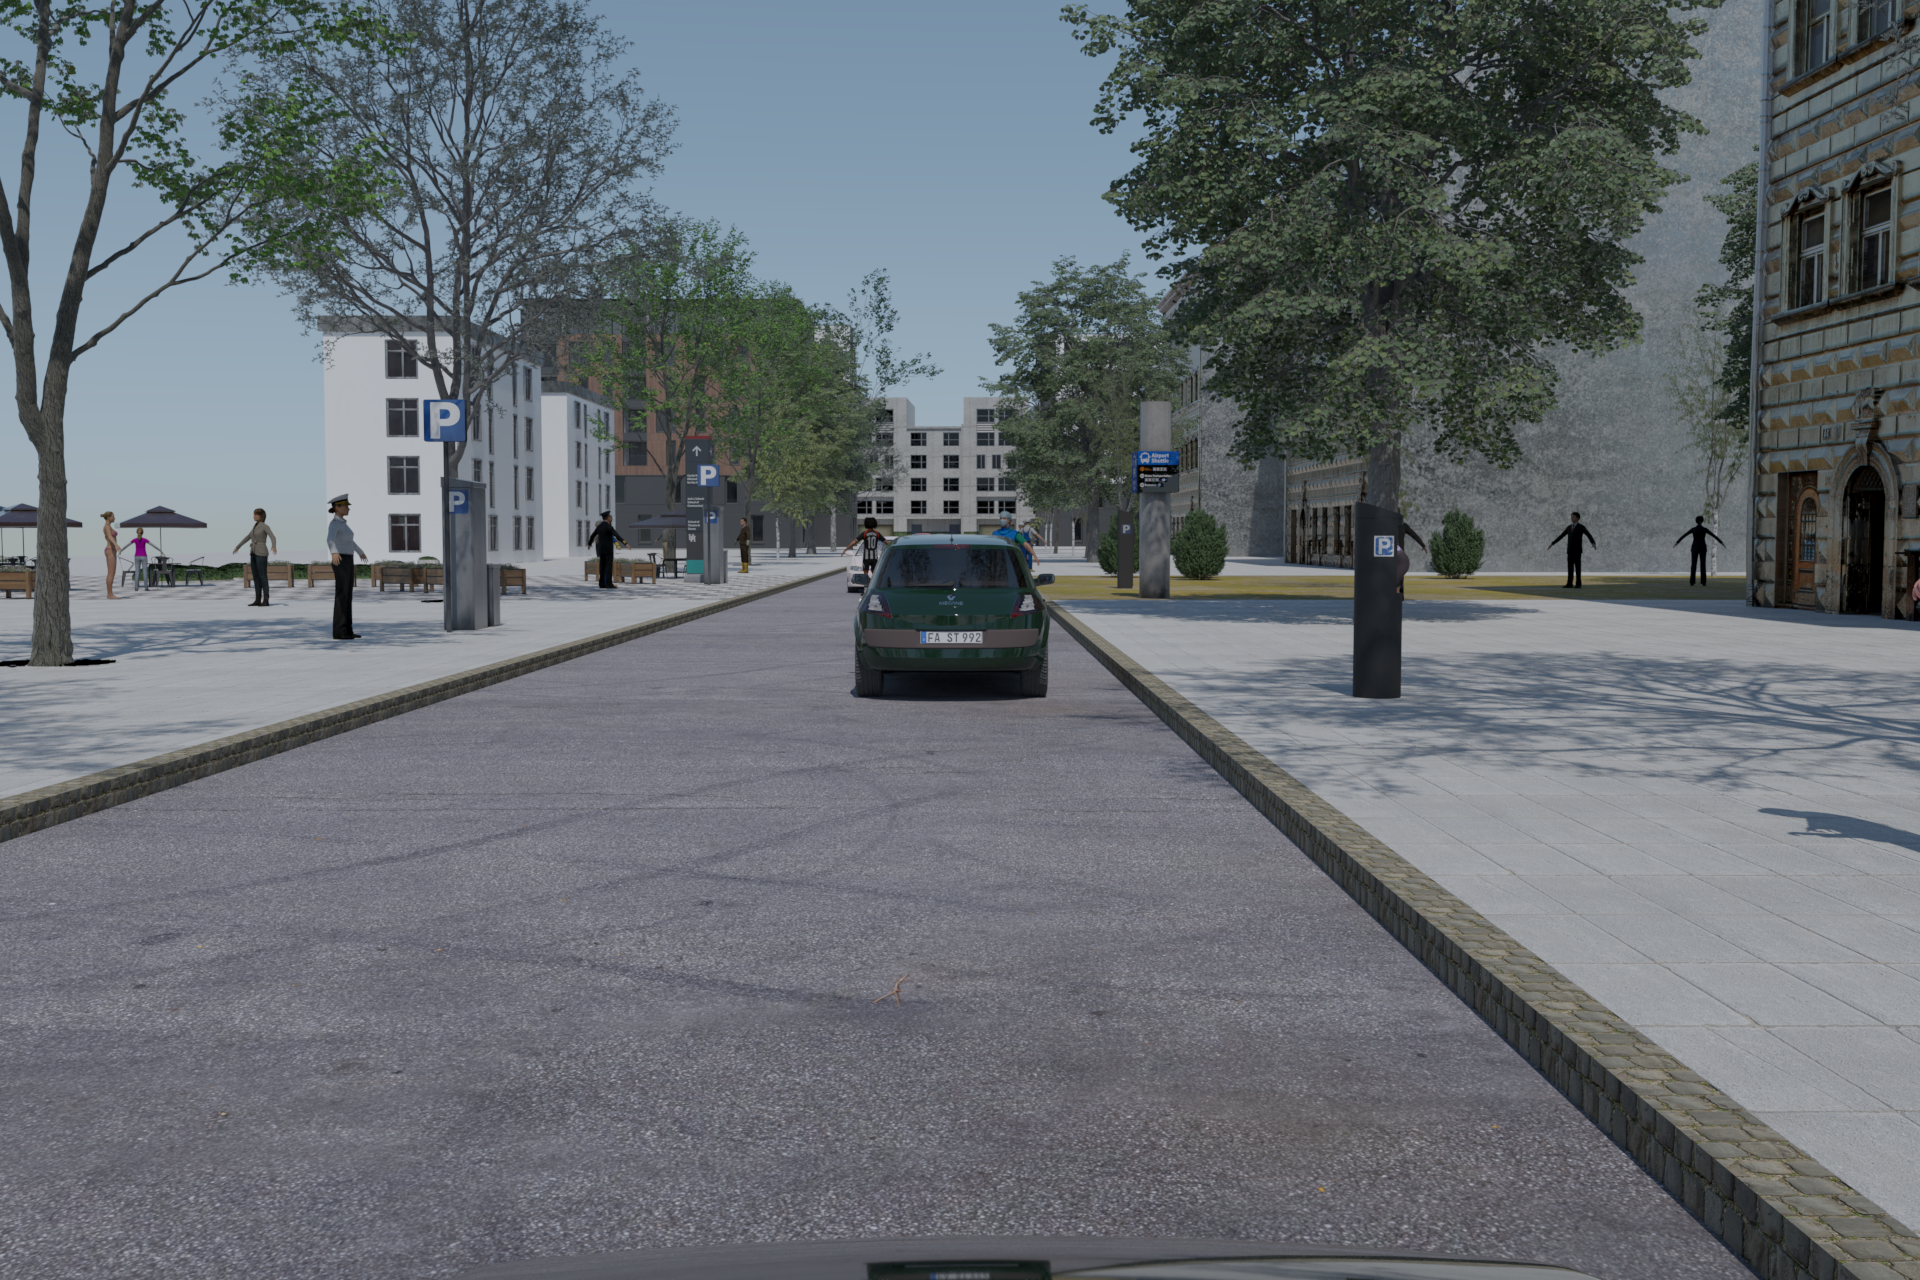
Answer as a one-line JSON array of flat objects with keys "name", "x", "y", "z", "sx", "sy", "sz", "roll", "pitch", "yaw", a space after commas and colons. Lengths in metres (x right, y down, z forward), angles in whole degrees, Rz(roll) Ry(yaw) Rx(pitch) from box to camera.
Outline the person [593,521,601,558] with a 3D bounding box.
[{"name": "person", "x": -14.510, "y": -3.869, "z": 69.391, "sx": 0.705, "sy": 1.813, "sz": 1.348, "roll": 0, "pitch": 3, "yaw": 0}]

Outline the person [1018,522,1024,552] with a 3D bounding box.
[{"name": "person", "x": 2.360, "y": -3.861, "z": 69.596, "sx": 0.721, "sy": 1.772, "sz": 1.216, "roll": 0, "pitch": 4, "yaw": -7}]

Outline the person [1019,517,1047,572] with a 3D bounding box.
[{"name": "person", "x": 2.307, "y": -3.231, "z": 58.681, "sx": 1.347, "sy": 1.847, "sz": 0.705, "roll": 2, "pitch": 4, "yaw": 28}]

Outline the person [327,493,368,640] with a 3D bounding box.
[{"name": "person", "x": -7.458, "y": -0.898, "z": 21.138, "sx": 0.721, "sy": 1.778, "sz": 1.216, "roll": 0, "pitch": 4, "yaw": -3}]

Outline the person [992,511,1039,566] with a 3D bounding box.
[{"name": "person", "x": 0.751, "y": -1.267, "z": 29.302, "sx": 1.347, "sy": 1.817, "sz": 0.704, "roll": 2, "pitch": 4, "yaw": 26}]

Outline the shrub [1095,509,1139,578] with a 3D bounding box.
[{"name": "shrub", "x": 4.781, "y": -2.857, "z": 51.126, "sx": 1.690, "sy": 2.028, "sz": 1.600, "roll": 0, "pitch": 3, "yaw": 0}]

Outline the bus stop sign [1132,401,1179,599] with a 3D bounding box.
[{"name": "bus stop sign", "x": 3.902, "y": -2.790, "z": 34.636, "sx": 0.837, "sy": 3.901, "sz": 0.837, "roll": 0, "pitch": 4, "yaw": -2}]

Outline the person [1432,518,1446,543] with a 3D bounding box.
[{"name": "person", "x": 16.003, "y": -3.111, "z": 57.050, "sx": 0.705, "sy": 1.806, "sz": 1.347, "roll": -2, "pitch": 4, "yaw": -35}]

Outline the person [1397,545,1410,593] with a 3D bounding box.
[{"name": "person", "x": 5.812, "y": -0.884, "z": 23.732, "sx": 0.697, "sy": 1.427, "sz": 0.421, "roll": 0, "pitch": 4, "yaw": -2}]

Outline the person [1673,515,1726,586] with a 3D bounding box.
[{"name": "person", "x": 18.313, "y": -2.213, "z": 42.900, "sx": 1.216, "sy": 1.740, "sz": 0.721, "roll": 2, "pitch": 4, "yaw": 29}]

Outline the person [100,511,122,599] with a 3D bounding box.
[{"name": "person", "x": -16.753, "y": -1.684, "z": 34.339, "sx": 0.721, "sy": 1.733, "sz": 1.217, "roll": -2, "pitch": 4, "yaw": -31}]

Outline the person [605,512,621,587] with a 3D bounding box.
[{"name": "person", "x": -8.531, "y": -2.210, "z": 42.104, "sx": 0.705, "sy": 1.833, "sz": 1.349, "roll": -2, "pitch": 4, "yaw": -26}]

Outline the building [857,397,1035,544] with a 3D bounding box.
[{"name": "building", "x": 0.789, "y": -22.106, "z": 230.343, "sx": 31.486, "sy": 18.905, "sz": 16.747, "roll": 0, "pitch": 4, "yaw": 2}]

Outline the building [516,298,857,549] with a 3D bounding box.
[{"name": "building", "x": -24.622, "y": -19.735, "z": 166.649, "sx": 27.936, "sy": 21.610, "sz": 32.646, "roll": 0, "pitch": 4, "yaw": -1}]

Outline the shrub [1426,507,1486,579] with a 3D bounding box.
[{"name": "shrub", "x": 14.144, "y": -2.774, "z": 49.392, "sx": 1.661, "sy": 2.075, "sz": 1.752, "roll": 0, "pitch": 3, "yaw": 0}]

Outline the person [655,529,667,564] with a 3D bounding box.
[{"name": "person", "x": -11.888, "y": -3.889, "z": 69.849, "sx": 0.705, "sy": 1.796, "sz": 1.348, "roll": -3, "pitch": 4, "yaw": -38}]

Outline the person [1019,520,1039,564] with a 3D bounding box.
[{"name": "person", "x": 2.685, "y": -4.000, "z": 71.185, "sx": 1.354, "sy": 1.856, "sz": 0.705, "roll": -3, "pitch": 5, "yaw": -43}]

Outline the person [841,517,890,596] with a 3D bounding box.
[{"name": "person", "x": -2.080, "y": -1.923, "z": 40.035, "sx": 1.345, "sy": 1.843, "sz": 0.704, "roll": -1, "pitch": 4, "yaw": -17}]

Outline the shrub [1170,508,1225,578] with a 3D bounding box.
[{"name": "shrub", "x": 6.914, "y": -2.847, "z": 50.591, "sx": 1.661, "sy": 2.075, "sz": 1.752, "roll": 0, "pitch": 3, "yaw": 0}]

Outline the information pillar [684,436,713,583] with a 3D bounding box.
[{"name": "information pillar", "x": -6.901, "y": -3.454, "z": 45.856, "sx": 0.750, "sy": 3.857, "sz": 0.750, "roll": 0, "pitch": 4, "yaw": -1}]

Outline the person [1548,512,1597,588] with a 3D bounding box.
[{"name": "person", "x": 14.541, "y": -2.131, "z": 41.033, "sx": 0.705, "sy": 1.806, "sz": 1.347, "roll": -2, "pitch": 4, "yaw": -33}]

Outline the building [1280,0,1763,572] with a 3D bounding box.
[{"name": "building", "x": 23.513, "y": -14.402, "z": 66.407, "sx": 19.493, "sy": 23.208, "sz": 18.063, "roll": 0, "pitch": 3, "yaw": 0}]

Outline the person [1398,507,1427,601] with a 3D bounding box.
[{"name": "person", "x": 8.287, "y": -1.644, "z": 33.057, "sx": 1.348, "sy": 1.807, "sz": 0.705, "roll": 0, "pitch": 4, "yaw": -4}]

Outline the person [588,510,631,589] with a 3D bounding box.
[{"name": "person", "x": -8.281, "y": -2.123, "z": 40.641, "sx": 1.347, "sy": 1.837, "sz": 0.705, "roll": 2, "pitch": 4, "yaw": 33}]

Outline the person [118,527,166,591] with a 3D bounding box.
[{"name": "person", "x": -18.368, "y": -1.810, "z": 38.863, "sx": 0.991, "sy": 1.433, "sz": 0.599, "roll": -1, "pitch": 4, "yaw": -16}]

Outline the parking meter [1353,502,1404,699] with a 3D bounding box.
[{"name": "parking meter", "x": 3.284, "y": -0.318, "z": 13.607, "sx": 0.372, "sy": 1.533, "sz": 0.369, "roll": 0, "pitch": 3, "yaw": 0}]

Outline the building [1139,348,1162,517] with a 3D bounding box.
[{"name": "building", "x": 23.175, "y": -19.351, "z": 172.803, "sx": 16.016, "sy": 20.090, "sz": 11.380, "roll": 0, "pitch": 4, "yaw": 0}]

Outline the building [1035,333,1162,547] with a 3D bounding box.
[{"name": "building", "x": 22.217, "y": -21.320, "z": 192.557, "sx": 27.936, "sy": 21.610, "sz": 32.646, "roll": 0, "pitch": 4, "yaw": 0}]

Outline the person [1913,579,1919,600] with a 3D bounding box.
[{"name": "person", "x": 3.916, "y": -0.010, "z": 6.652, "sx": 0.568, "sy": 1.767, "sz": 0.683, "roll": -1, "pitch": 4, "yaw": -8}]

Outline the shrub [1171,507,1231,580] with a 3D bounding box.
[{"name": "shrub", "x": 6.697, "y": -2.674, "z": 48.139, "sx": 1.690, "sy": 2.028, "sz": 1.600, "roll": 0, "pitch": 3, "yaw": 0}]

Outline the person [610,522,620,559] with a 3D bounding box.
[{"name": "person", "x": -14.878, "y": -4.114, "z": 73.485, "sx": 0.704, "sy": 1.802, "sz": 1.346, "roll": 2, "pitch": 4, "yaw": 32}]

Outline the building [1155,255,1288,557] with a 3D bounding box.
[{"name": "building", "x": 22.703, "y": -16.821, "z": 105.945, "sx": 19.493, "sy": 23.208, "sz": 18.063, "roll": 0, "pitch": 4, "yaw": 0}]

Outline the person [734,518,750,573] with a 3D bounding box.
[{"name": "person", "x": -7.096, "y": -3.094, "z": 56.725, "sx": 0.704, "sy": 1.812, "sz": 1.346, "roll": -2, "pitch": 4, "yaw": -26}]

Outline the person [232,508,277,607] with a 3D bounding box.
[{"name": "person", "x": -12.457, "y": -1.460, "z": 30.637, "sx": 1.215, "sy": 1.744, "sz": 0.721, "roll": 2, "pitch": 4, "yaw": 34}]

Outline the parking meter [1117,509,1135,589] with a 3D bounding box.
[{"name": "parking meter", "x": 3.909, "y": -2.142, "z": 40.735, "sx": 0.399, "sy": 1.863, "sz": 0.255, "roll": 0, "pitch": 4, "yaw": 0}]
